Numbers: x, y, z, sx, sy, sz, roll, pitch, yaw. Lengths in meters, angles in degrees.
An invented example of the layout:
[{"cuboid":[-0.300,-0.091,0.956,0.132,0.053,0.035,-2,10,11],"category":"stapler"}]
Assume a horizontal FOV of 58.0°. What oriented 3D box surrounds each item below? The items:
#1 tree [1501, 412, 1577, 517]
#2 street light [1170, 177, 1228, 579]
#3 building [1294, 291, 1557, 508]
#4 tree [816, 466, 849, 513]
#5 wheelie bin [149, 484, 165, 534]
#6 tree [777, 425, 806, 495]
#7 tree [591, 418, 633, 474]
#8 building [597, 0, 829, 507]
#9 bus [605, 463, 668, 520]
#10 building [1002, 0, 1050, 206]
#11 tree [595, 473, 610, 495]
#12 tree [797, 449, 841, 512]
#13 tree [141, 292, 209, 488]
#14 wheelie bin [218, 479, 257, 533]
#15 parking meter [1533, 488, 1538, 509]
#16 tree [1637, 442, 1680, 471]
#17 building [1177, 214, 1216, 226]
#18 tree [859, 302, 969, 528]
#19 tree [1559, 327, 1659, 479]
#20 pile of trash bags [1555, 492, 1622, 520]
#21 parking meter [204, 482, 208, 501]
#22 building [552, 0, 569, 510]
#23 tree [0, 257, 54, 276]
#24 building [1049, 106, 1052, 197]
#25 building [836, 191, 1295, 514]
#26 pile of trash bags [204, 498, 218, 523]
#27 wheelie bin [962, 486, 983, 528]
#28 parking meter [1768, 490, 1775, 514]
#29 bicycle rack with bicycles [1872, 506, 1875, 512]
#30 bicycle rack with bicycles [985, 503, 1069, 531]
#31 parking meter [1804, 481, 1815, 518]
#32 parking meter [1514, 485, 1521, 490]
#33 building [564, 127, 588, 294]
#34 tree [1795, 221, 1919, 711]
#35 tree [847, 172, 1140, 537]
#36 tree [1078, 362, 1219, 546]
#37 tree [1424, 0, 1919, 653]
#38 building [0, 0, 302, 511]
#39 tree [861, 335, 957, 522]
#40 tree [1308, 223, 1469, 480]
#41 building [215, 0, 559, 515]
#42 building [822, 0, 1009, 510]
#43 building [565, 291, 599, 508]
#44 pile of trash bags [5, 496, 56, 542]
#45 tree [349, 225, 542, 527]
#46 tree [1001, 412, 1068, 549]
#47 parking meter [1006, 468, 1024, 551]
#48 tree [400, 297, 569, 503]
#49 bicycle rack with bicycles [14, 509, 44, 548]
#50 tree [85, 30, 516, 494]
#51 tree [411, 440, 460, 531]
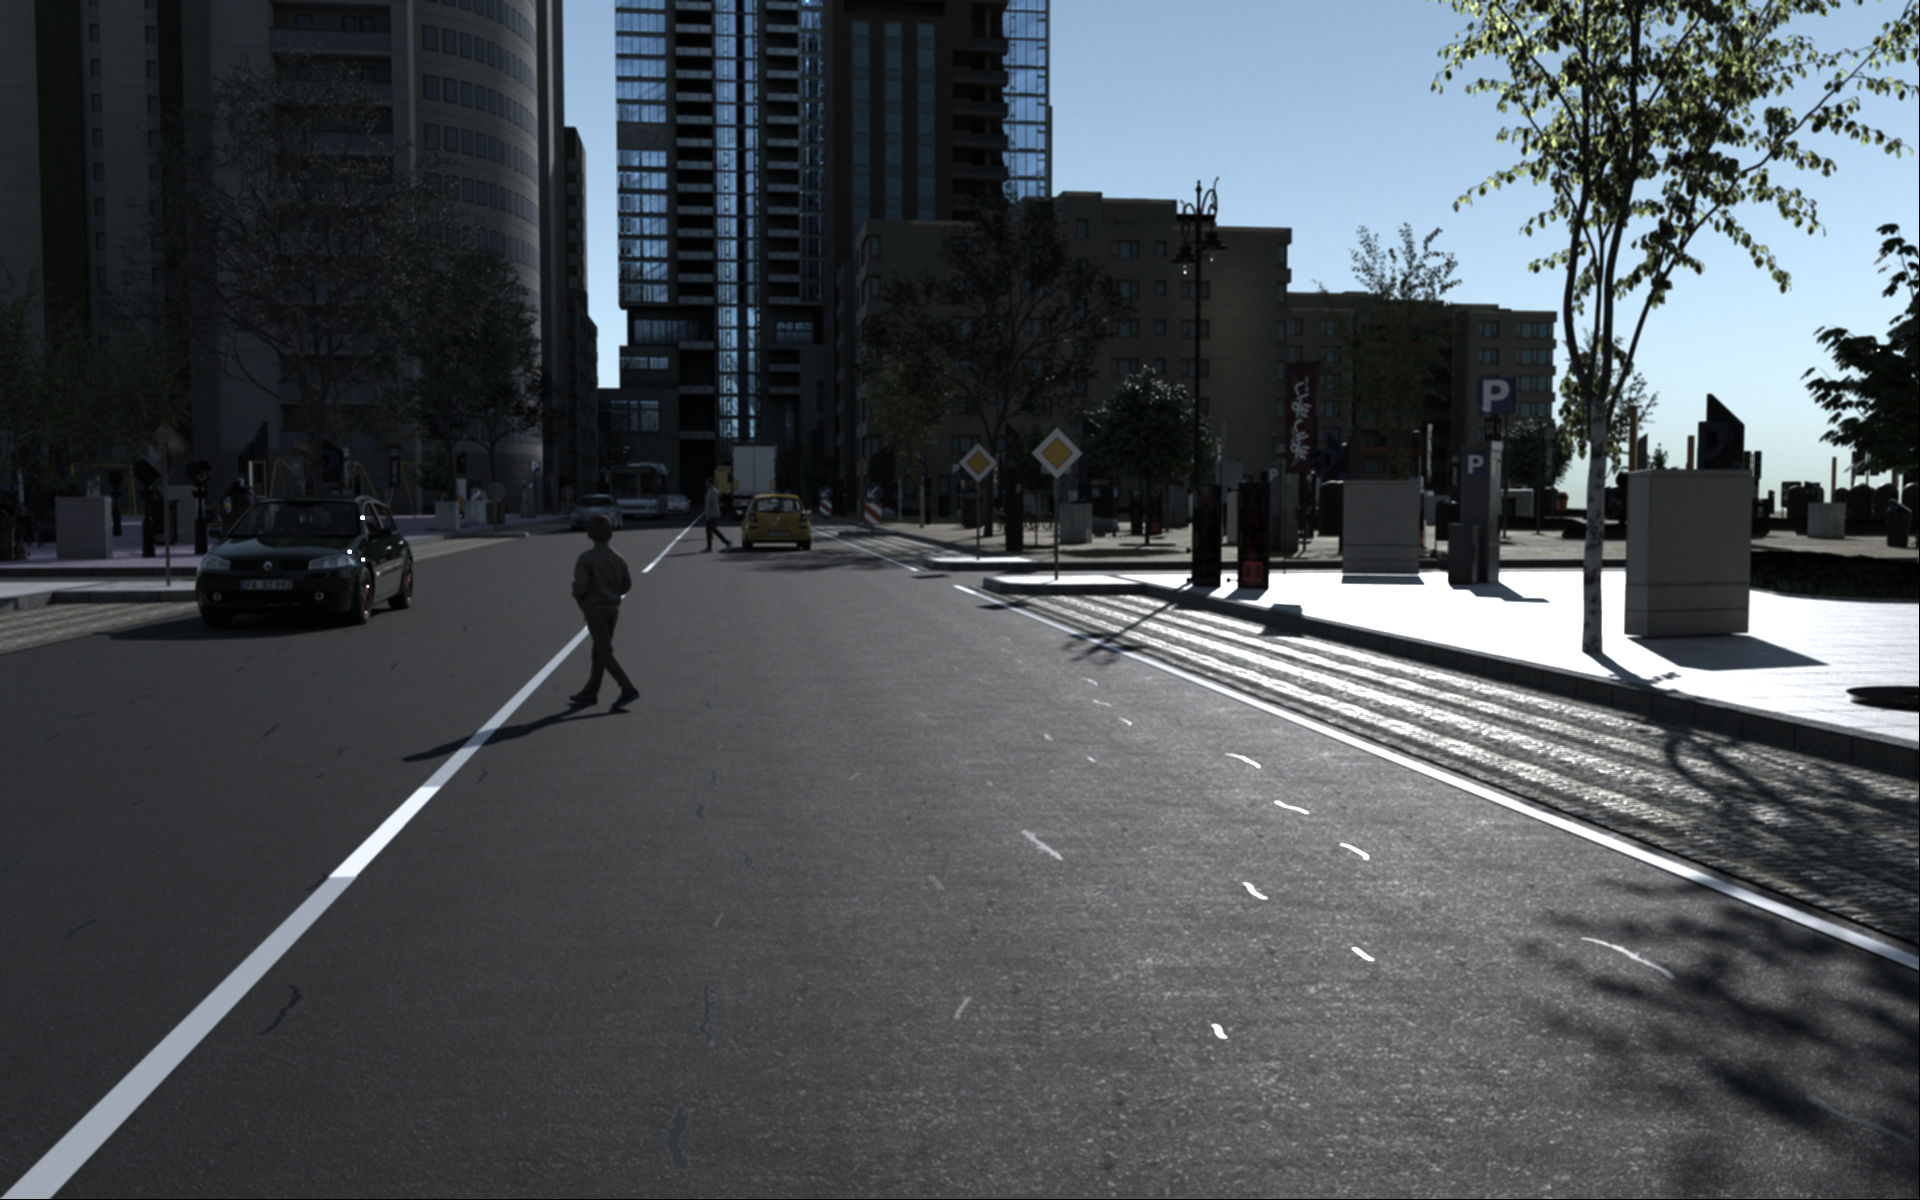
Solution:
[{"cuboid":[23.152,-5.268,69.840,4.285,4.588,4.351,0,3,0],"category":"tree"},{"cuboid":[3.517,-3.235,25.677,0.468,5.910,1.993,0,4,-8],"category":"street light"},{"cuboid":[40.207,-20.227,175.758,28.899,21.520,27.650,0,4,-8],"category":"building"},{"cuboid":[-8.537,-7.472,116.774,1.663,3.219,1.824,0,3,0],"category":"tree"},{"cuboid":[-25.923,-2.941,55.987,0.693,1.594,0.980,0,4,-1],"category":"wheelie bin"},{"cuboid":[-17.777,-14.340,184.828,4.737,8.622,4.395,0,3,0],"category":"tree"},{"cuboid":[-32.832,-13.084,164.287,4.737,8.622,4.395,0,3,0],"category":"tree"},{"cuboid":[-27.711,-54.351,201.315,31.000,86.520,22.319,0,4,-8],"category":"building"},{"cuboid":[-18.380,-6.404,99.563,2.948,3.499,13.247,0,4,-7],"category":"bus"},{"cuboid":[-3.025,-52.220,166.470,22.319,86.520,31.000,0,4,-8],"category":"building"},{"cuboid":[-32.004,-9.838,155.452,1.663,3.219,1.824,0,3,0],"category":"tree"},{"cuboid":[-10.247,-8.721,126.303,4.285,4.588,4.351,0,3,0],"category":"tree"},{"cuboid":[-29.179,-6.840,62.192,4.737,8.622,4.395,0,3,0],"category":"tree"},{"cuboid":[-15.618,-1.808,37.476,0.693,1.594,0.980,-1,4,-12],"category":"wheelie bin"},{"cuboid":[33.444,-5.803,100.582,0.399,1.863,0.255,3,5,39],"category":"parking meter"},{"cuboid":[26.163,-4.296,64.843,1.663,3.219,1.824,0,3,0],"category":"tree"},{"cuboid":[17.913,-24.959,179.788,14.107,30.474,14.160,0,4,-8],"category":"building"},{"cuboid":[-1.677,-7.026,65.246,4.737,8.622,4.395,0,3,0],"category":"tree"},{"cuboid":[28.212,-7.682,75.962,4.737,8.622,4.395,0,3,0],"category":"tree"},{"cuboid":[31.366,-4.664,86.006,3.447,1.369,1.912,1,4,23],"category":"pile of trash bags"},{"cuboid":[-37.718,-4.931,86.335,0.399,1.863,0.255,2,4,30],"category":"parking meter"},{"cuboid":[-39.584,-29.975,140.194,14.600,45.320,14.200,0,4,-8],"category":"building"},{"cuboid":[-28.840,-6.306,53.471,4.737,8.622,4.395,0,3,0],"category":"tree"},{"cuboid":[-1.460,-35.599,205.748,21.600,48.544,21.300,0,4,-8],"category":"building"},{"cuboid":[5.849,-17.132,125.151,27.650,21.520,28.899,0,4,-8],"category":"building"},{"cuboid":[-35.066,-4.165,77.845,3.447,1.369,1.912,1,4,18],"category":"pile of trash bags"},{"cuboid":[0.462,-3.505,65.216,0.693,1.594,0.980,-1,4,-19],"category":"wheelie bin"},{"cuboid":[52.425,-6.330,111.913,0.372,1.533,0.369,0,3,0],"category":"parking meter"},{"cuboid":[50.327,-5.113,96.977,2.852,0.926,2.925,-1,4,-15],"category":"bicycle rack with bicycles"},{"cuboid":[2.118,-2.922,61.153,2.852,0.926,2.925,-1,4,-20],"category":"bicycle rack with bicycles"},{"cuboid":[39.038,-4.520,79.611,0.255,1.863,0.399,-2,4,-26],"category":"parking meter"},{"cuboid":[34.049,-6.121,105.781,0.399,1.863,0.255,0,4,2],"category":"parking meter"},{"cuboid":[-49.430,-31.288,195.161,14.086,41.232,14.154,0,4,-8],"category":"building"},{"cuboid":[6.024,-0.982,10.654,1.663,3.219,1.824,0,3,0],"category":"tree"},{"cuboid":[0.843,-7.142,51.183,8.767,10.594,7.601,0,4,-4],"category":"tree"},{"cuboid":[4.724,-3.626,43.005,4.285,4.588,4.351,0,3,0],"category":"tree"},{"cuboid":[5.373,-3.882,13.841,4.360,8.622,3.978,0,3,0],"category":"tree"},{"cuboid":[-79.616,-37.895,161.575,28.212,58.520,21.231,0,4,-8],"category":"building"},{"cuboid":[-2.559,-7.903,79.570,4.360,8.622,3.978,0,3,0],"category":"tree"},{"cuboid":[11.602,-5.870,46.339,4.737,8.622,4.395,0,3,0],"category":"tree"},{"cuboid":[-39.747,-35.228,117.983,21.231,58.520,28.212,0,4,-8],"category":"building"},{"cuboid":[-4.109,-30.255,144.772,14.600,45.320,14.200,0,4,-8],"category":"building"},{"cuboid":[-49.982,-19.515,164.113,28.899,21.520,27.650,0,4,-8],"category":"building"},{"cuboid":[-25.427,-2.251,46.558,3.447,1.369,1.912,0,4,-1],"category":"pile of trash bags"},{"cuboid":[-19.911,-8.651,67.194,9.928,11.665,9.643,0,3,0],"category":"tree"},{"cuboid":[1.766,-2.848,41.168,1.663,3.219,1.824,0,3,0],"category":"tree"},{"cuboid":[1.237,-2.048,39.201,0.255,1.863,0.399,3,5,40],"category":"parking meter"},{"cuboid":[-20.580,-8.634,75.573,7.601,10.594,8.767,0,4,-4],"category":"tree"},{"cuboid":[-23.207,-1.722,41.532,2.852,0.926,2.925,-2,4,-24],"category":"bicycle rack with bicycles"},{"cuboid":[-17.175,-8.297,46.020,12.009,13.543,11.850,0,3,0],"category":"tree"},{"cuboid":[-18.342,-4.080,61.306,1.663,3.219,1.824,0,3,0],"category":"tree"}]
